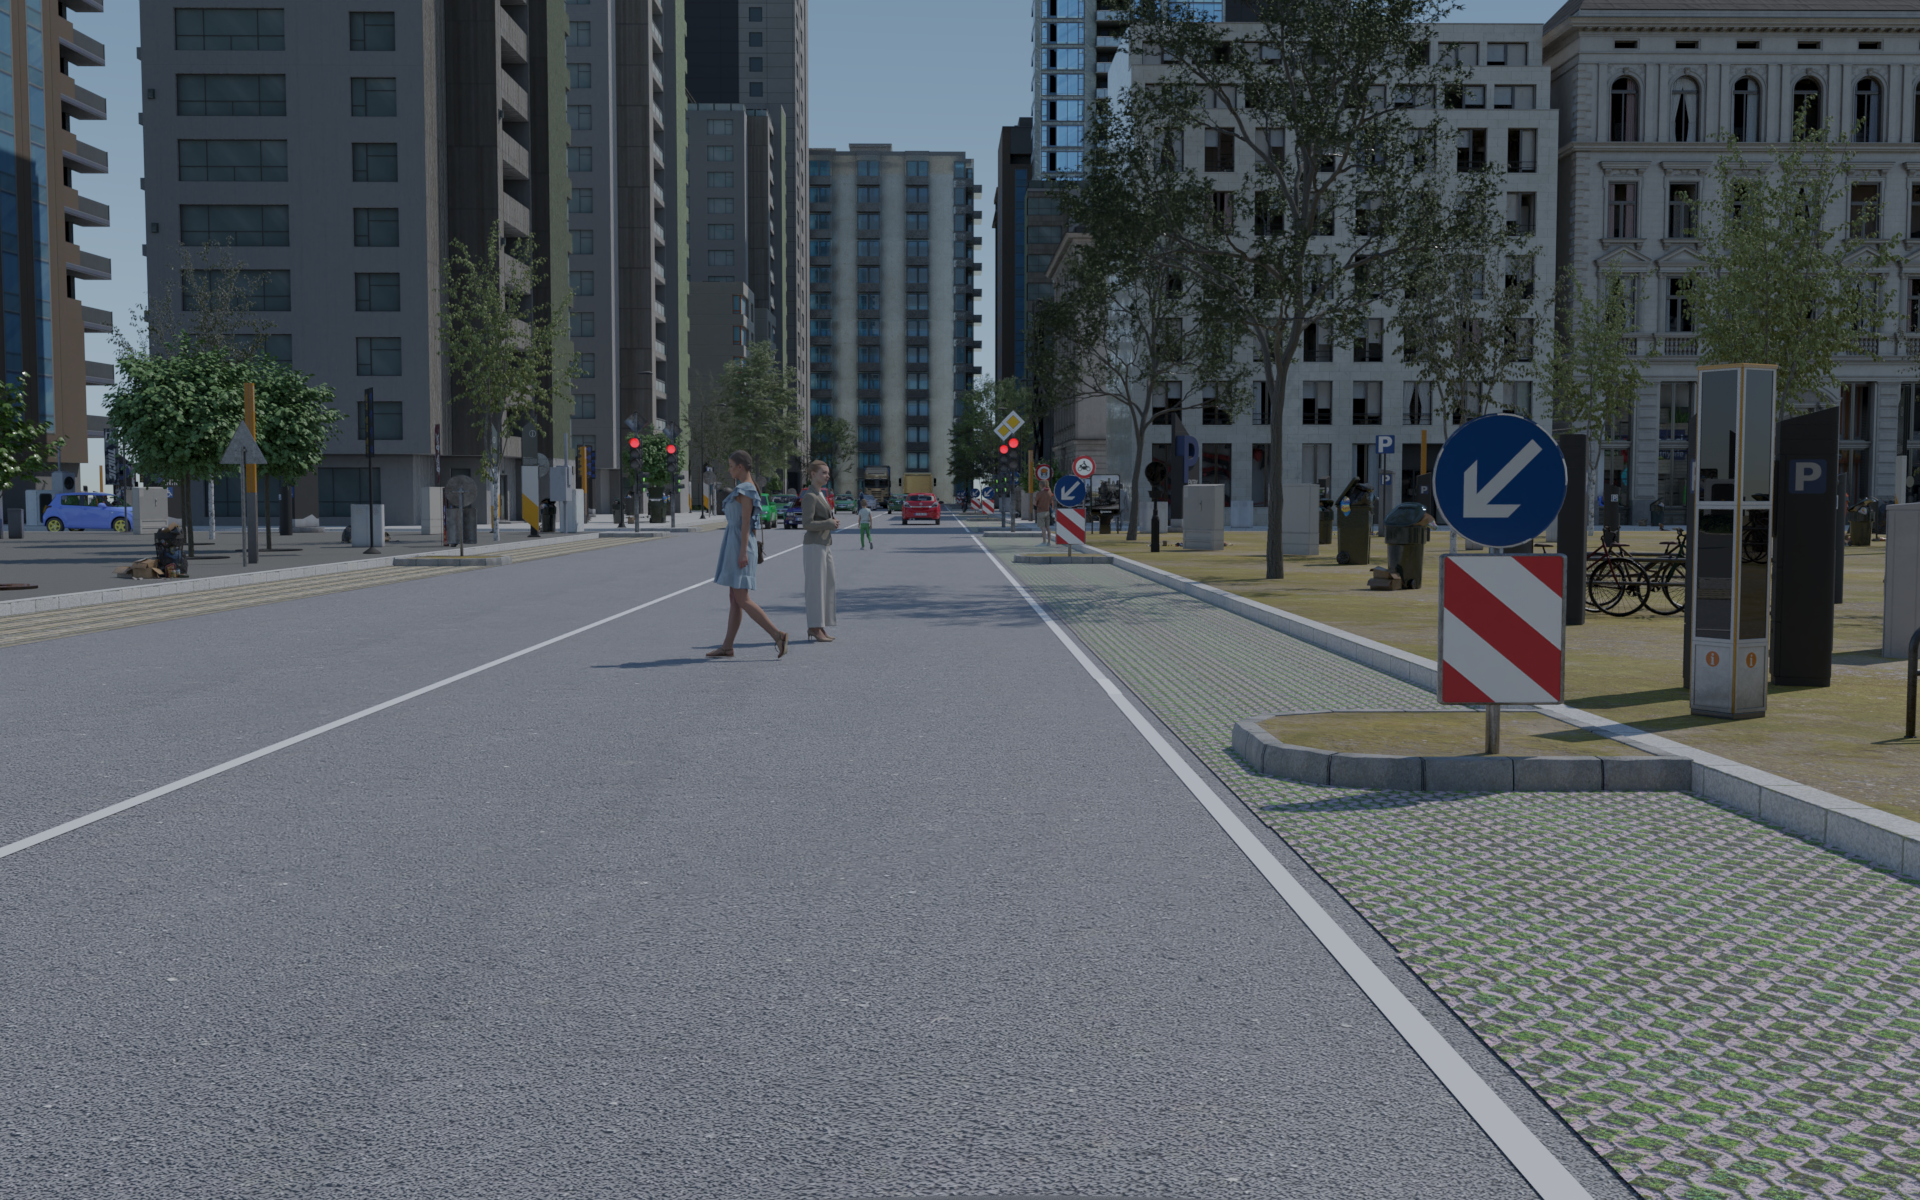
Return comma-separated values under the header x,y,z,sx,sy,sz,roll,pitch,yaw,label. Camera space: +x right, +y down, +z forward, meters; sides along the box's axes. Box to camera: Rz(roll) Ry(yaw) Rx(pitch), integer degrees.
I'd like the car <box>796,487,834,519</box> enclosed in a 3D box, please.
x,y,z,sx,sy,sz,roll,pitch,yaw,label
-8.318,-5.536,99.190,2.281,1.827,5.304,0,4,-1,car

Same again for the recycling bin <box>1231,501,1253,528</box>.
x,y,z,sx,sy,sz,roll,pitch,yaw,label
10.687,-3.247,65.641,0.722,1.027,0.722,1,4,21,recycling bin

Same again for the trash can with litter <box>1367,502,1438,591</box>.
x,y,z,sx,sy,sz,roll,pitch,yaw,label
5.927,-0.726,23.264,0.624,1.170,1.055,3,4,39,trash can with litter

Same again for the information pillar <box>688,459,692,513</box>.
x,y,z,sx,sy,sz,roll,pitch,yaw,label
-18.161,-7.649,116.408,0.183,3.616,0.504,0,4,2,information pillar

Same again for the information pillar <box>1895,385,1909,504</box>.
x,y,z,sx,sy,sz,roll,pitch,yaw,label
20.416,-2.826,37.561,0.183,3.616,0.504,1,4,14,information pillar

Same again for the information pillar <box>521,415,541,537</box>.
x,y,z,sx,sy,sz,roll,pitch,yaw,label
-12.718,-3.664,51.267,0.504,3.616,0.183,-2,4,-33,information pillar

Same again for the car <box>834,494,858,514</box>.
x,y,z,sx,sy,sz,roll,pitch,yaw,label
-8.369,-6.922,124.968,2.131,1.459,4.920,0,4,-1,car

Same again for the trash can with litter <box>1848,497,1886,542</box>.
x,y,z,sx,sy,sz,roll,pitch,yaw,label
24.609,-2.229,47.507,1.678,1.210,2.233,-2,4,-30,trash can with litter

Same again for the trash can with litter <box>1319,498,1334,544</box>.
x,y,z,sx,sy,sz,roll,pitch,yaw,label
9.202,-2.022,44.444,0.624,1.170,1.055,0,4,-6,trash can with litter

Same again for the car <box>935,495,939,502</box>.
x,y,z,sx,sy,sz,roll,pitch,yaw,label
-3.335,-10.986,191.980,2.083,1.381,4.827,0,4,1,car

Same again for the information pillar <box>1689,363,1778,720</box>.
x,y,z,sx,sy,sz,roll,pitch,yaw,label
4.439,-0.334,9.953,0.304,2.012,0.304,-2,4,-29,information pillar

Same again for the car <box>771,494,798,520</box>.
x,y,z,sx,sy,sz,roll,pitch,yaw,label
-8.679,-4.514,85.596,2.131,1.459,4.920,0,4,-1,car

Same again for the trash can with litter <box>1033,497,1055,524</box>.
x,y,z,sx,sy,sz,roll,pitch,yaw,label
3.715,-3.909,75.303,1.055,1.170,0.624,1,4,23,trash can with litter

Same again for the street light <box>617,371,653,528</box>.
x,y,z,sx,sy,sz,roll,pitch,yaw,label
-12.331,-5.700,65.742,1.470,5.913,1.316,0,4,-1,street light

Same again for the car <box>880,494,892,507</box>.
x,y,z,sx,sy,sz,roll,pitch,yaw,label
-8.314,-11.573,198.810,1.945,1.707,3.694,0,4,1,car

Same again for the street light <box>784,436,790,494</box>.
x,y,z,sx,sy,sz,roll,pitch,yaw,label
-13.247,-10.000,136.037,1.470,5.913,1.316,0,4,-1,street light

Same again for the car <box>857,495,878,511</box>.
x,y,z,sx,sy,sz,roll,pitch,yaw,label
-8.259,-8.537,151.944,2.083,1.381,4.827,0,4,-1,car

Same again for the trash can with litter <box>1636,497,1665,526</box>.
x,y,z,sx,sy,sz,roll,pitch,yaw,label
27.342,-3.497,68.567,1.055,1.170,0.624,2,4,30,trash can with litter

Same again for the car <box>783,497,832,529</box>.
x,y,z,sx,sy,sz,roll,pitch,yaw,label
-6.263,-3.605,71.524,1.945,1.354,3.894,0,4,1,car

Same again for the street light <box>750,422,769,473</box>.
x,y,z,sx,sy,sz,roll,pitch,yaw,label
-13.051,-8.548,112.306,1.470,5.913,1.316,0,4,-1,street light

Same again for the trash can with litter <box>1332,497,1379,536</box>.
x,y,z,sx,sy,sz,roll,pitch,yaw,label
12.777,-2.639,54.203,2.233,1.210,1.678,1,4,10,trash can with litter

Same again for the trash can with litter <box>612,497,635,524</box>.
x,y,z,sx,sy,sz,roll,pitch,yaw,label
-14.357,-3.836,74.112,1.055,1.170,0.624,0,4,-4,trash can with litter

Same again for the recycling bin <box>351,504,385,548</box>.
x,y,z,sx,sy,sz,roll,pitch,yaw,label
-14.327,-1.796,41.911,0.722,1.027,0.722,-1,4,-15,recycling bin

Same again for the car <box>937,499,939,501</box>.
x,y,z,sx,sy,sz,roll,pitch,yaw,label
-2.619,-7.629,136.731,2.014,1.417,4.499,0,4,-1,car

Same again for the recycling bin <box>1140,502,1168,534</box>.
x,y,z,sx,sy,sz,roll,pitch,yaw,label
6.304,-2.683,56.426,0.722,1.027,0.722,-1,4,-16,recycling bin

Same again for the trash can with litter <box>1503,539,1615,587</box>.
x,y,z,sx,sy,sz,roll,pitch,yaw,label
8.067,-0.785,23.898,2.233,1.210,1.678,0,4,4,trash can with litter

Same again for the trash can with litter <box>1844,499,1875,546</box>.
x,y,z,sx,sy,sz,roll,pitch,yaw,label
21.968,-1.916,42.716,0.624,1.170,1.055,-2,4,-32,trash can with litter

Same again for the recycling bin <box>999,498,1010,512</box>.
x,y,z,sx,sy,sz,roll,pitch,yaw,label
3.198,-6.748,122.890,0.722,1.027,0.722,-1,4,-12,recycling bin

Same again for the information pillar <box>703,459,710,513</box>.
x,y,z,sx,sy,sz,roll,pitch,yaw,label
-17.100,-7.679,116.904,0.504,3.616,0.183,1,4,8,information pillar

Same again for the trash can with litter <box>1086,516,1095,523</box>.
x,y,z,sx,sy,sz,roll,pitch,yaw,label
5.585,-4.051,77.620,1.055,1.170,0.624,2,4,35,trash can with litter

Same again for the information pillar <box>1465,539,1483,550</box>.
x,y,z,sx,sy,sz,roll,pitch,yaw,label
11.767,-2.146,39.572,0.304,2.012,0.304,-1,4,-16,information pillar

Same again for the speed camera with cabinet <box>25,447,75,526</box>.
x,y,z,sx,sy,sz,roll,pitch,yaw,label
-36.649,-4.615,69.794,0.660,3.252,2.038,1,4,16,speed camera with cabinet

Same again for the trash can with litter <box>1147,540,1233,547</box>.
x,y,z,sx,sy,sz,roll,pitch,yaw,label
5.697,-1.932,42.644,2.233,1.210,1.678,0,4,1,trash can with litter

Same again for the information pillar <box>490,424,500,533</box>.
x,y,z,sx,sy,sz,roll,pitch,yaw,label
-15.330,-4.020,57.076,0.183,3.616,0.504,1,4,12,information pillar

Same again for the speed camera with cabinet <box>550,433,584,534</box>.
x,y,z,sx,sy,sz,roll,pitch,yaw,label
-12.921,-3.826,56.892,0.660,3.252,2.038,0,4,3,speed camera with cabinet

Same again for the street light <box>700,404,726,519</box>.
x,y,z,sx,sy,sz,roll,pitch,yaw,label
-12.717,-7.127,89.062,1.470,5.913,1.316,0,4,-1,street light

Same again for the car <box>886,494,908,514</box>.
x,y,z,sx,sy,sz,roll,pitch,yaw,label
-4.278,-6.892,124.475,2.131,1.459,4.920,0,4,-1,car

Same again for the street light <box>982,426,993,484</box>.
x,y,z,sx,sy,sz,roll,pitch,yaw,label
2.389,-8.873,117.613,1.470,5.913,1.316,0,4,-1,street light

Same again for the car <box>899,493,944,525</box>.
x,y,z,sx,sy,sz,roll,pitch,yaw,label
-1.827,-4.440,81.638,2.155,1.783,4.494,0,4,-1,car

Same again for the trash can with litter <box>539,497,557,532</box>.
x,y,z,sx,sy,sz,roll,pitch,yaw,label
-13.972,-2.870,58.312,0.624,1.170,1.055,-2,4,-30,trash can with litter

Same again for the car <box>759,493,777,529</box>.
x,y,z,sx,sy,sz,roll,pitch,yaw,label
-8.601,-3.860,71.910,1.959,1.807,4.718,0,4,-2,car

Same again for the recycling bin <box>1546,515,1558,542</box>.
x,y,z,sx,sy,sz,roll,pitch,yaw,label
16.172,-2.066,46.336,0.722,1.027,0.722,0,4,-8,recycling bin

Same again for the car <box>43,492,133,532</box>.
x,y,z,sx,sy,sz,roll,pitch,yaw,label
-30.928,-3.228,62.365,3.694,1.707,1.945,0,4,0,car

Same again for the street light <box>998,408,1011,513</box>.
x,y,z,sx,sy,sz,roll,pitch,yaw,label
2.729,-7.385,93.282,1.470,5.913,1.316,0,4,-1,street light

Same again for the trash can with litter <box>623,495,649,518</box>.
x,y,z,sx,sy,sz,roll,pitch,yaw,label
-17.186,-4.926,91.595,2.233,1.210,1.678,0,4,3,trash can with litter
